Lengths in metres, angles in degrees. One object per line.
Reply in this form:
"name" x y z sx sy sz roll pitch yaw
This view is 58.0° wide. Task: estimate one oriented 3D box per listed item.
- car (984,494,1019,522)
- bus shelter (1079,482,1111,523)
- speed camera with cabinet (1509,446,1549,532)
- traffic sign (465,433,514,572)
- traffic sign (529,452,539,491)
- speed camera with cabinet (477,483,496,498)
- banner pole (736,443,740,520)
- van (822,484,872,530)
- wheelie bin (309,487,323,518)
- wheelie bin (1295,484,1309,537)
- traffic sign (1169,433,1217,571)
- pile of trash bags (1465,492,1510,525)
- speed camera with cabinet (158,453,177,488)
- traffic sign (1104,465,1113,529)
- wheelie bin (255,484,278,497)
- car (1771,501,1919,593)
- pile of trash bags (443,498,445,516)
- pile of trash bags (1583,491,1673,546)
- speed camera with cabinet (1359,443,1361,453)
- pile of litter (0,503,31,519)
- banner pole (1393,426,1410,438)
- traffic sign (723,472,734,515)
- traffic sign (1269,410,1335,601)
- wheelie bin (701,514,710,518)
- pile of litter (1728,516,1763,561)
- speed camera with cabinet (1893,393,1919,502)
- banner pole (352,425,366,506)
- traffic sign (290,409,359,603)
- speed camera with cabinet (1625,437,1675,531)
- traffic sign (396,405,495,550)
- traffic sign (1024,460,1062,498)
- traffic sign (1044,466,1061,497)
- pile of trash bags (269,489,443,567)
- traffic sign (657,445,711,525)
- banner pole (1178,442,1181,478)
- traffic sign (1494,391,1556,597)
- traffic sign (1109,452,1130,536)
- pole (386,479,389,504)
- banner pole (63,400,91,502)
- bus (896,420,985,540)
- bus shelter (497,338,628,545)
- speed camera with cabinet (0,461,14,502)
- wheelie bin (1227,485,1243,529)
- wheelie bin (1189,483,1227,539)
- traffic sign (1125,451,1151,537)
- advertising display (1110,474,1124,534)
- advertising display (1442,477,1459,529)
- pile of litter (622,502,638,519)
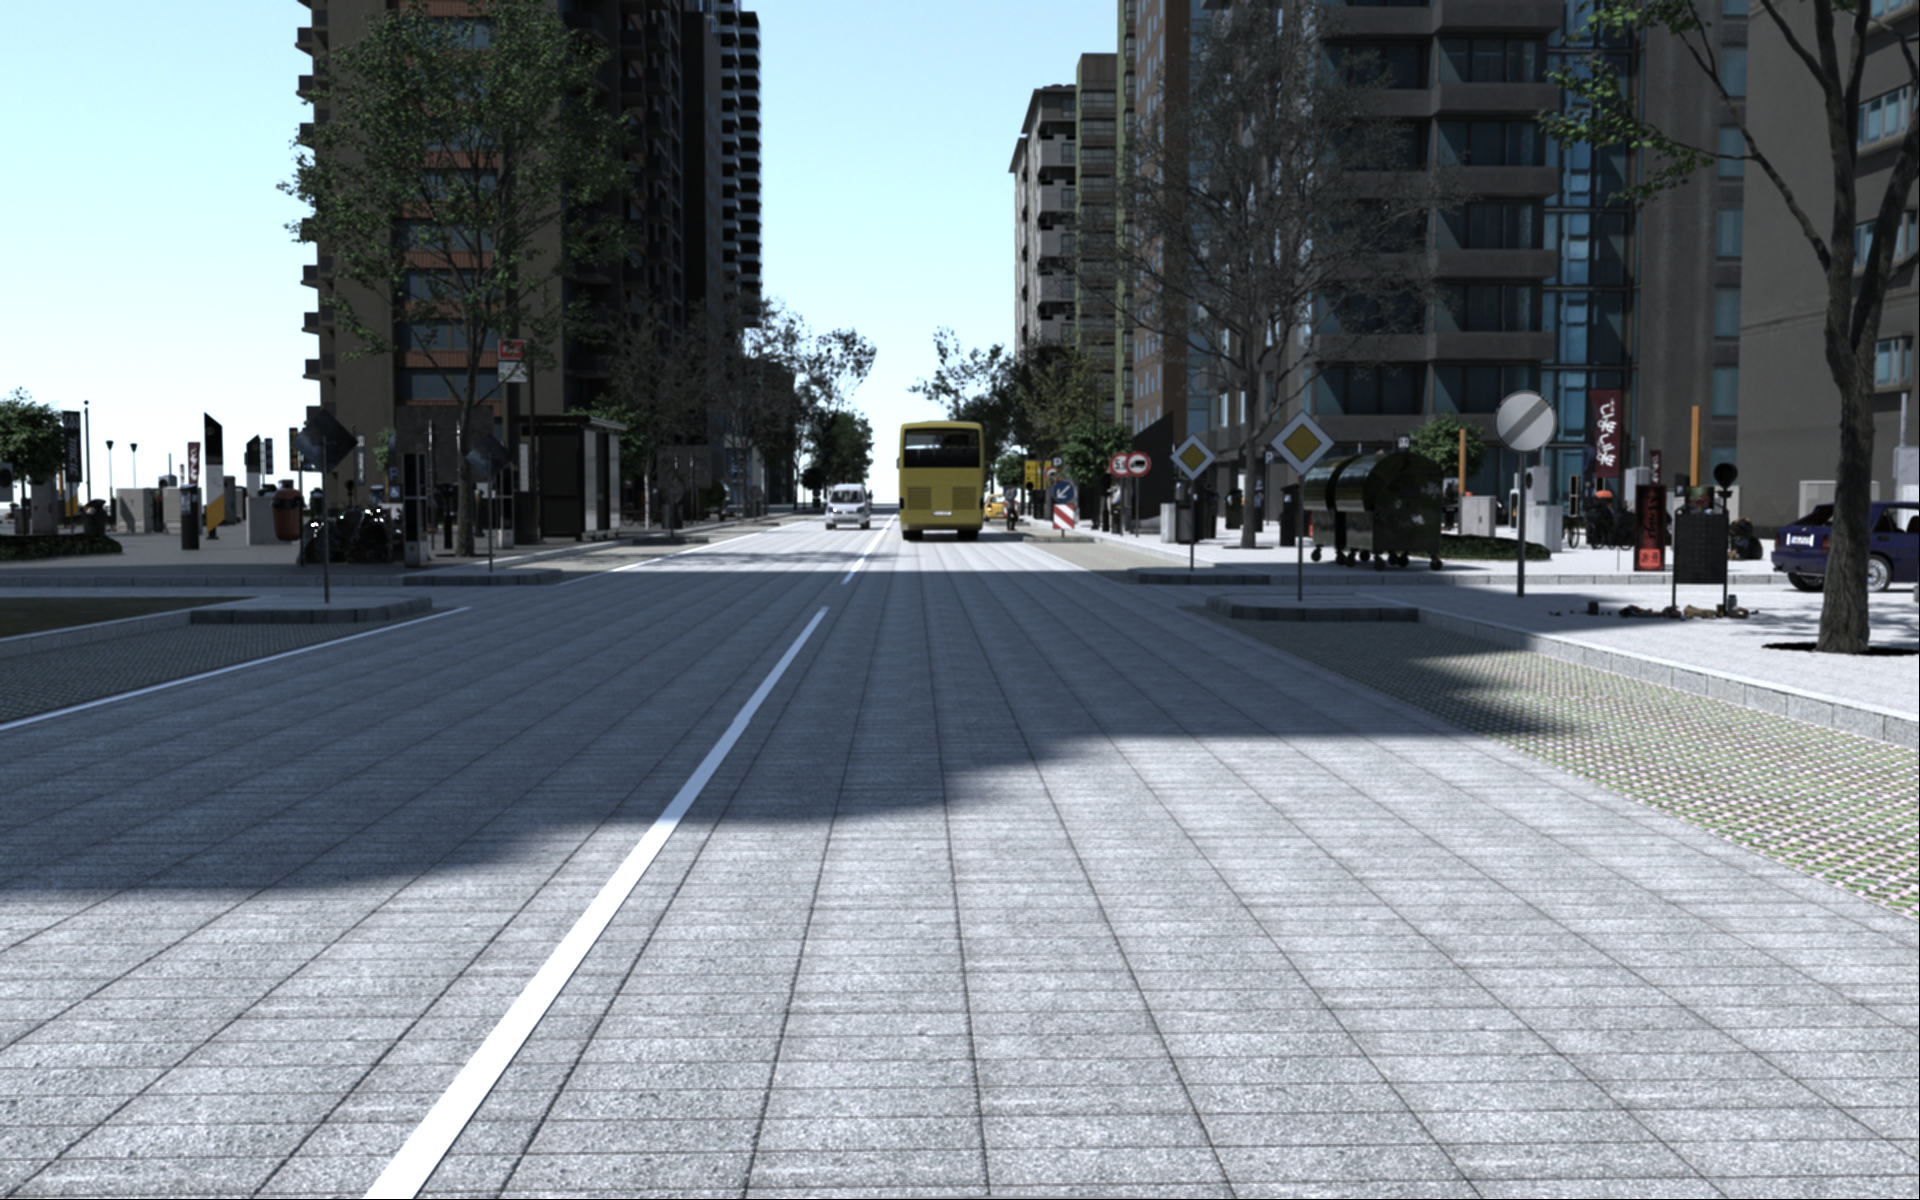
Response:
"car" 2.051 -4.796 88.639 2.015 1.641 3.980 0 4 -2
"bus shelter" 6.319 -5.446 80.330 1.731 3.624 6.357 0 4 -2
"speed camera with cabinet" 19.018 -3.885 57.858 0.660 3.252 2.038 0 4 -3
"traffic sign" -7.695 -1.512 28.369 0.795 2.450 0.064 0 4 -2
"traffic sign" -12.901 -3.221 52.761 0.768 2.556 0.104 0 4 1
"speed camera with cabinet" -22.241 -5.348 81.772 0.660 3.252 2.038 0 4 2
"banner pole" -10.869 -5.818 85.133 0.401 3.779 0.863 0 4 3
"van" -4.573 -3.901 70.790 2.013 2.044 4.112 0 4 0
"wheelie bin" -30.419 -4.534 82.032 0.693 1.594 0.980 -3 5 -44
"wheelie bin" 10.318 -2.679 51.718 0.980 1.594 0.693 0 4 8
"traffic sign" 3.845 -1.531 28.674 0.795 2.450 0.064 0 4 -2
"pile of trash bags" 21.336 -3.750 71.070 1.912 1.369 3.447 2 4 34
"speed camera with cabinet" -38.603 -5.435 83.201 2.038 3.252 0.660 1 4 20
"traffic sign" 5.575 -3.876 63.376 0.884 2.594 0.081 0 4 1
"wheelie bin" -21.413 -2.801 53.708 0.980 1.594 0.693 2 4 33
"car" 13.963 -0.762 25.034 3.894 1.354 1.945 0 4 -3
"pile of trash bags" -28.953 -5.243 95.471 1.912 1.369 3.447 -1 4 -11
"pile of trash bags" 16.864 -2.106 44.190 1.912 1.369 3.447 0 4 1
"speed camera with cabinet" 15.532 -4.419 66.588 0.660 3.252 2.038 1 4 14
"pile of litter" -48.730 -4.607 89.295 1.719 0.858 1.176 0 4 -8
"banner pole" 16.155 -4.506 63.686 0.863 3.779 0.401 3 5 42
"traffic sign" -13.720 -6.233 101.917 0.884 2.594 0.081 0 4 6
"traffic sign" 4.071 -1.043 20.692 0.795 2.450 0.064 0 4 -2
"wheelie bin" -13.545 -5.120 91.628 0.693 1.594 0.980 2 4 32
"pile of litter" 14.966 -1.213 33.796 1.719 0.858 1.176 -2 4 -26
"speed camera with cabinet" 18.388 -2.385 33.326 0.660 3.252 2.038 2 4 25
"banner pole" -21.651 -4.425 62.363 0.863 3.779 0.401 3 4 36
"traffic sign" -7.469 -1.024 20.387 0.795 2.450 0.064 0 4 -2
"speed camera with cabinet" 24.142 -4.032 60.252 2.038 3.252 0.660 -1 4 -20
"traffic sign" -11.768 -2.798 39.621 2.265 3.308 0.079 0 4 2
"traffic sign" 5.002 -6.753 104.283 2.265 3.308 0.079 0 4 1
"traffic sign" 4.251 -4.860 79.573 0.768 2.556 0.104 0 4 4
"pile of trash bags" -11.474 -1.366 32.086 1.912 1.369 3.447 1 4 17
"traffic sign" -11.430 -4.765 71.781 2.265 3.308 0.079 0 4 3
"banner pole" 10.422 -5.640 82.223 0.401 3.779 0.863 0 4 -3
"traffic sign" 6.979 -1.308 21.484 0.768 2.556 0.104 0 4 1
"traffic sign" 4.912 -3.210 52.589 0.768 2.556 0.104 0 4 7
"pole" -30.005 -5.935 90.883 0.158 3.312 0.155 0 3 0
"banner pole" -23.368 -3.422 45.972 0.401 3.779 0.863 3 4 37
"bus" -0.694 -3.994 56.857 2.896 3.916 12.252 0 4 -2
"bus shelter" -10.898 -4.267 47.396 2.179 5.291 8.768 0 4 -2
"speed camera with cabinet" -26.913 -3.254 47.532 0.660 3.252 2.038 0 4 8
"wheelie bin" 9.954 -3.368 62.976 0.693 1.594 0.980 1 4 8
"wheelie bin" 7.047 -2.557 49.711 0.693 1.594 0.980 3 4 38
"traffic sign" 5.240 -3.123 51.173 0.768 2.556 0.104 0 4 -1
"advertising display" 5.035 -3.074 55.475 0.123 1.923 0.974 -1 4 -14
"advertising display" 18.137 -3.605 64.162 0.974 1.923 0.123 -2 4 -24
"pile of litter" -16.900 -4.532 88.056 1.719 0.858 1.176 -1 4 -14
